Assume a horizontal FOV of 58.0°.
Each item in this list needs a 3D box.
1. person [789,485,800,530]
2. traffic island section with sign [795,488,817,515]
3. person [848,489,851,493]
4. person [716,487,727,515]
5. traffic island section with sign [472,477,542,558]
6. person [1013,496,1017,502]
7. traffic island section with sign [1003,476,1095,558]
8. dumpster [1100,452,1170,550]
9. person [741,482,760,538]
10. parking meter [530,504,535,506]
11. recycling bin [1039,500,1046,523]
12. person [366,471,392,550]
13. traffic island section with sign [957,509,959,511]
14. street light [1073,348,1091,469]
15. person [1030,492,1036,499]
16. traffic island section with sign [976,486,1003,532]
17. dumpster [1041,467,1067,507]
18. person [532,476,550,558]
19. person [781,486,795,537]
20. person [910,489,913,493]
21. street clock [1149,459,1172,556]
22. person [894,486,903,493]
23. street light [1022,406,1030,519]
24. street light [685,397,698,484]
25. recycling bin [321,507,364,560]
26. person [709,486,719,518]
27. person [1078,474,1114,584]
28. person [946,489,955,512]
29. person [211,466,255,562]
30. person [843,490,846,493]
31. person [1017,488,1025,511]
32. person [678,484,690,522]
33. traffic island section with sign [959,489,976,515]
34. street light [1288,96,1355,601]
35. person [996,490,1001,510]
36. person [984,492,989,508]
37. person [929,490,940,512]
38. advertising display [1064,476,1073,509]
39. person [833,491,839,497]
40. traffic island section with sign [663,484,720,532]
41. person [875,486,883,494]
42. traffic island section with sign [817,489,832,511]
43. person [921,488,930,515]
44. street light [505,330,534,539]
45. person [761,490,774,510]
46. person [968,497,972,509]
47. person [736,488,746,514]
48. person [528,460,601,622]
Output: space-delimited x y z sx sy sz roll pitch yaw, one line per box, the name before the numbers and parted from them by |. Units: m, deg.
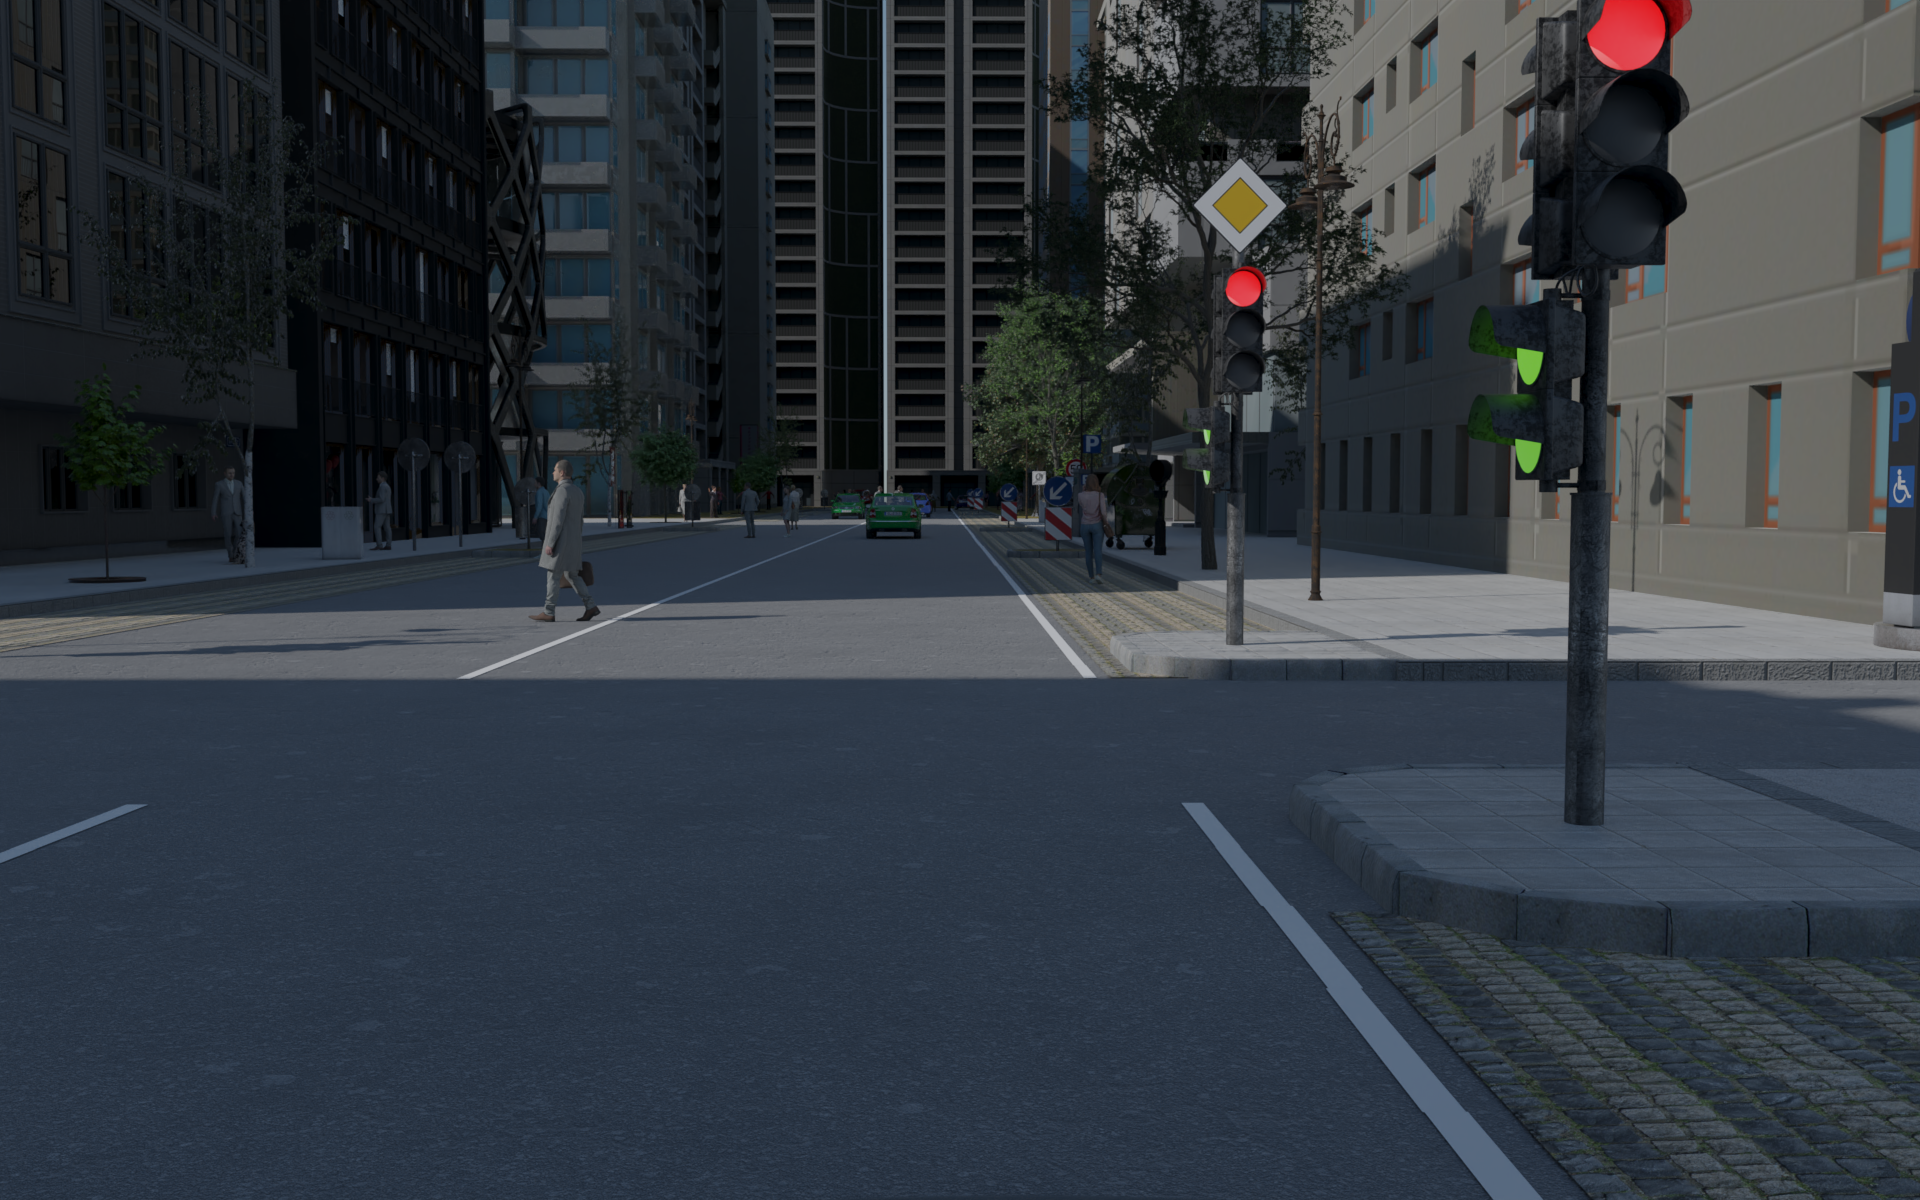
person | -6.631 -3.708 69.347 0.478 1.798 0.641 -1 4 -14
traffic island section with sign | -10.917 -6.649 117.341 1.989 1.847 2.006 0 4 -1
person | -7.323 -6.417 113.977 0.434 1.755 0.990 2 4 29
person | -14.887 -6.177 107.753 0.721 1.743 1.217 2 4 30
traffic island section with sign | -9.963 -1.902 39.718 1.989 1.847 2.006 0 4 -1
person | 4.961 -9.099 155.729 0.541 1.710 0.530 0 4 7
traffic island section with sign | 2.070 -1.879 39.348 1.989 1.847 2.006 0 4 -1
dumpster | 4.091 -2.327 40.546 1.502 2.255 1.985 0 4 -1
person | -6.864 -2.929 56.497 0.391 1.810 0.635 3 5 39
parking meter | -12.579 -2.604 50.990 0.372 1.533 0.369 0 3 0
recycling bin | 3.979 -3.974 77.534 0.722 1.027 0.722 1 4 21
person | -13.263 -2.038 39.565 0.583 1.804 0.606 -1 4 -8
traffic island section with sign | 0.786 -8.246 143.452 1.989 1.847 2.006 0 4 -1
street light | 3.852 -5.021 54.874 0.468 5.910 1.993 0 4 -1
person | 5.011 -6.455 111.551 0.705 1.831 1.348 3 5 44
traffic island section with sign | 1.735 -3.527 66.301 1.989 1.847 2.006 0 4 -1
dumpster | 3.796 -3.756 63.908 1.502 2.255 1.985 0 4 -1
person | -9.154 -1.816 38.217 0.620 1.820 0.660 0 4 3
person | -5.731 -2.939 57.552 0.522 1.701 0.512 -2 4 -33
person | -3.914 -8.086 140.720 1.348 1.822 0.705 1 4 10
street clock | 4.192 -1.936 36.216 0.358 2.002 0.471 -3 4 -37
person | -2.968 -4.553 83.039 0.679 1.850 0.850 -3 5 -42
street light | 3.434 -7.110 89.042 0.468 5.910 1.993 0 4 -1
street light | -12.840 -6.742 83.025 0.468 5.910 1.993 0 4 -1
recycling bin | -12.186 -1.323 34.185 0.722 1.027 0.722 -1 4 -14
person | -13.150 -5.236 92.452 0.445 1.727 0.742 1 4 9
person | 2.141 -1.131 27.579 0.593 1.750 0.643 1 4 19
person | -0.827 -8.149 141.719 0.705 1.826 1.348 -2 4 -29
person | -13.670 -1.614 32.548 0.709 1.813 0.853 -3 5 -44
person | -7.922 -6.619 117.405 0.721 1.739 1.217 -2 4 -26
person | 4.566 -7.631 131.477 0.621 1.740 0.551 2 4 32
person | -12.708 -4.519 80.286 0.694 1.780 0.624 1 4 12
traffic island section with sign | 1.114 -6.598 116.498 1.989 1.847 2.006 0 4 -1
street light | 4.287 -2.931 20.707 0.468 5.910 1.993 0 4 -1
person | 3.127 -8.069 139.436 0.415 1.643 0.593 -1 4 -11
person | 2.420 -9.053 157.288 0.421 1.427 0.697 -1 4 -14
person | -2.182 -8.042 140.719 1.217 1.736 0.721 -1 4 -22
advertising display | 4.097 -3.372 60.352 0.974 1.923 0.123 1 4 8
person | -10.940 -8.810 153.350 0.742 1.727 0.445 2 4 23
traffic island section with sign | -10.296 -3.550 66.671 1.989 1.847 2.006 0 4 -1
person | -3.874 -4.540 82.830 0.391 1.810 0.635 1 4 14
traffic island section with sign | -11.239 -8.298 144.295 1.989 1.847 2.006 0 4 -1
person | -2.561 -6.764 119.100 1.348 1.823 0.705 2 4 24
street light | -12.385 -4.653 48.858 0.468 5.910 1.993 0 4 -1
person | -15.414 -8.157 139.345 1.348 1.831 0.705 -3 5 -45
person | 0.895 -8.716 150.947 0.705 1.831 1.348 -1 4 -14
person | -13.590 -6.298 109.732 1.217 1.743 0.721 -1 4 -16
person | -4.450 -0.662 19.433 0.767 1.812 0.694 1 4 10
